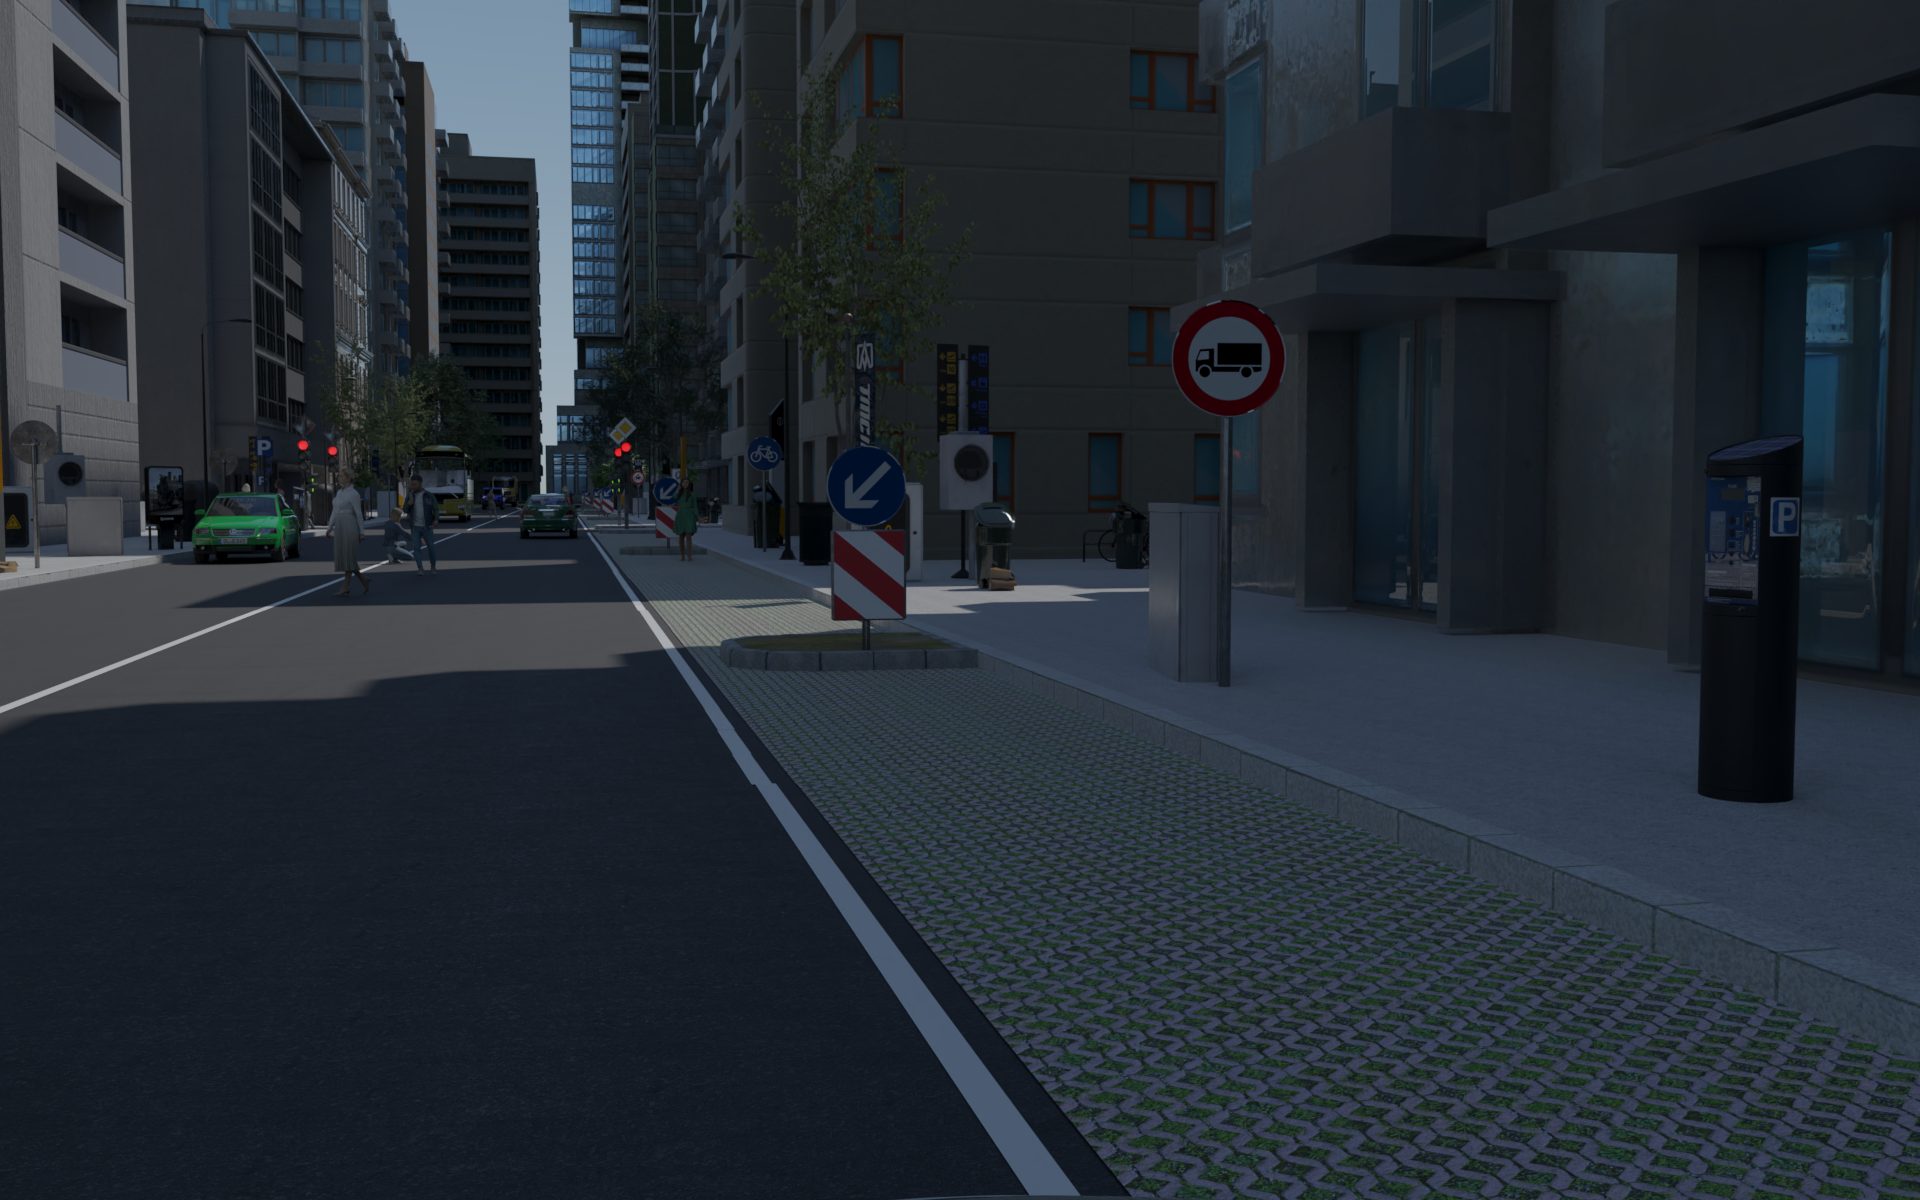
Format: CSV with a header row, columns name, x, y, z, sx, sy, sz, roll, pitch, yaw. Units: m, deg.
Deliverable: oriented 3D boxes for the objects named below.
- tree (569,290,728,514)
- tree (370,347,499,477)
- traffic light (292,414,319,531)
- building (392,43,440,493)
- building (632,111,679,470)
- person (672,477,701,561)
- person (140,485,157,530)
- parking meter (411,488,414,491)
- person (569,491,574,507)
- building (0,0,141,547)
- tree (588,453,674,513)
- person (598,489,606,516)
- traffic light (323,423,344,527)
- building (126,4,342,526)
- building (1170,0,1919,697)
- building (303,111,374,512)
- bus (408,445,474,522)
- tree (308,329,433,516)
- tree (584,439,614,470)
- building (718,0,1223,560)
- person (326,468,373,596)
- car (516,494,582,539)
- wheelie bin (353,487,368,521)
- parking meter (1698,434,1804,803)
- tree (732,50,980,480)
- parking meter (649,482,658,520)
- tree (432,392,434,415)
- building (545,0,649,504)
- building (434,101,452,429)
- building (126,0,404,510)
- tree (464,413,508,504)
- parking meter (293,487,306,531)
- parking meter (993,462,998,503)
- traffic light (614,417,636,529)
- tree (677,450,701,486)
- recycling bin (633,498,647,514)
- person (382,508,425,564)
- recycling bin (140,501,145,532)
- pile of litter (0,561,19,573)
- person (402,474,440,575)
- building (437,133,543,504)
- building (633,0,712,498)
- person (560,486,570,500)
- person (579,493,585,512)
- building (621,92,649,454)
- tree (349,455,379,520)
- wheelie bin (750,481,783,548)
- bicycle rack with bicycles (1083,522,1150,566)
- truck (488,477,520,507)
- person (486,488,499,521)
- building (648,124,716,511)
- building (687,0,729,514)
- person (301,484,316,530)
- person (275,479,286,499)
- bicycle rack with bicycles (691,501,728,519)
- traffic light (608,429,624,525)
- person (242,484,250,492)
name,x,y,z,sx,sy,sz,roll,pitch,yaw
tree,-13.269,-8.891,79.775,7.601,10.594,8.767,0,4,1
tree,-40.985,-13.359,135.419,9.611,12.733,9.660,0,3,0
traffic light,-22.920,-4.387,60.648,0.839,4.253,0.868,-1,4,-13
building,-60.525,-32.119,175.261,14.600,45.320,14.200,-1,4,-13
building,-28.661,-30.955,189.703,14.154,41.232,14.086,-1,4,-13
person,-5.833,-1.720,36.873,0.600,1.795,0.529,-1,4,-16
person,-30.162,-3.452,65.154,1.509,1.804,0.699,0,4,-7
parking meter,-34.787,-6.410,110.509,0.255,1.863,0.399,1,4,13
person,-42.192,-10.970,188.303,0.568,1.767,0.683,2,4,27
building,-37.499,-30.661,43.299,28.212,58.520,21.231,-1,4,-13
tree,-22.788,-8.260,118.757,4.285,4.588,4.351,0,3,0
person,-23.311,-6.363,112.763,0.641,1.798,0.478,3,4,36
traffic light,-24.710,-4.863,68.430,0.839,4.253,0.868,-1,4,-13
building,-39.120,-16.145,83.042,14.314,24.678,30.058,-1,4,-13
building,15.698,-23.998,11.982,23.786,49.044,30.456,-1,4,-13
building,-44.882,-19.121,109.886,12.463,27.353,25.104,-1,4,-13
bus,-26.999,-6.071,90.811,2.896,3.916,12.252,-1,4,-14
tree,-27.268,-7.811,78.065,4.737,8.622,4.395,0,3,0
tree,-43.634,-15.916,210.596,4.360,8.622,3.978,0,3,0
building,8.288,-12.518,49.709,27.650,21.520,28.899,-1,4,-13
person,-8.622,-0.965,24.509,0.641,1.798,0.478,-3,5,-44
car,-13.579,-2.777,57.208,2.131,1.459,4.920,-1,4,-13
wheelie bin,-28.428,-4.515,81.723,0.980,1.594,0.693,-1,4,-15
parking meter,3.339,0.067,7.321,0.372,1.533,0.369,0,3,0
tree,-1.838,-4.821,29.194,4.737,8.622,4.395,0,3,0
parking meter,-15.111,-4.872,85.370,0.399,1.863,0.255,-2,4,-24
tree,-33.483,-9.366,103.491,4.737,8.622,4.395,0,3,0
building,-41.841,-56.690,239.547,31.000,86.520,22.319,-1,4,-13
building,-73.750,-35.264,196.168,30.456,49.044,23.786,-1,4,-13
building,-60.788,-32.576,152.221,23.786,49.044,30.456,-1,4,-13
tree,-60.540,-17.811,216.961,9.928,11.665,9.643,0,3,0
parking meter,-22.784,-3.139,59.736,0.372,1.533,0.369,0,3,0
parking meter,0.565,-1.592,31.743,0.255,1.863,0.399,0,4,3
traffic light,-12.192,-4.538,63.123,0.839,4.253,0.868,-1,4,-13
tree,-21.100,-8.941,129.899,4.285,4.588,4.351,0,3,0
recycling bin,-20.320,-5.951,109.856,0.722,1.027,0.722,2,4,27
person,-11.590,-1.330,35.741,0.738,1.151,1.012,-3,5,-41
recycling bin,-28.169,-2.826,58.765,0.722,1.027,0.722,0,4,3
pile of litter,-16.210,-0.895,28.596,1.176,0.858,1.719,-2,4,-32
person,-9.537,-1.334,30.659,0.623,1.781,0.721,-1,4,-19
building,-68.042,-37.397,235.144,21.600,48.544,21.300,-1,4,-13
building,-22.118,-44.855,171.636,20.563,71.187,20.611,-1,4,-13
person,-17.719,-4.218,77.650,0.537,1.800,0.526,1,4,12
person,-29.875,-7.713,137.202,0.503,1.515,0.523,2,4,32
building,-29.162,-35.715,207.638,21.300,48.544,21.600,-1,4,-13
tree,-29.424,-5.494,84.433,1.663,3.219,1.824,0,3,0
wheelie bin,-4.612,-2.032,41.137,0.693,1.594,0.980,-1,4,-20
bicycle rack with bicycles,3.746,-1.155,32.260,2.925,0.926,2.852,-2,4,-30
truck,-51.433,-12.229,195.869,3.469,3.379,9.791,-1,4,-13
person,-25.260,-5.183,93.576,0.599,1.781,0.374,1,4,21
building,-17.689,-22.517,139.847,14.160,30.474,14.107,-1,4,-13
building,-5.145,-30.063,111.143,23.786,49.044,30.456,-1,4,-13
person,-25.082,-3.526,66.246,0.767,1.812,0.694,0,4,3
person,-17.904,-2.262,45.501,0.388,1.821,0.555,-2,4,-33
bicycle rack with bicycles,-13.058,-4.660,89.580,2.925,0.926,2.852,2,4,35
traffic light,-13.982,-5.014,70.906,0.839,4.253,0.868,-1,4,-13
person,-25.672,-3.274,62.213,0.537,1.800,0.526,-1,4,-15
